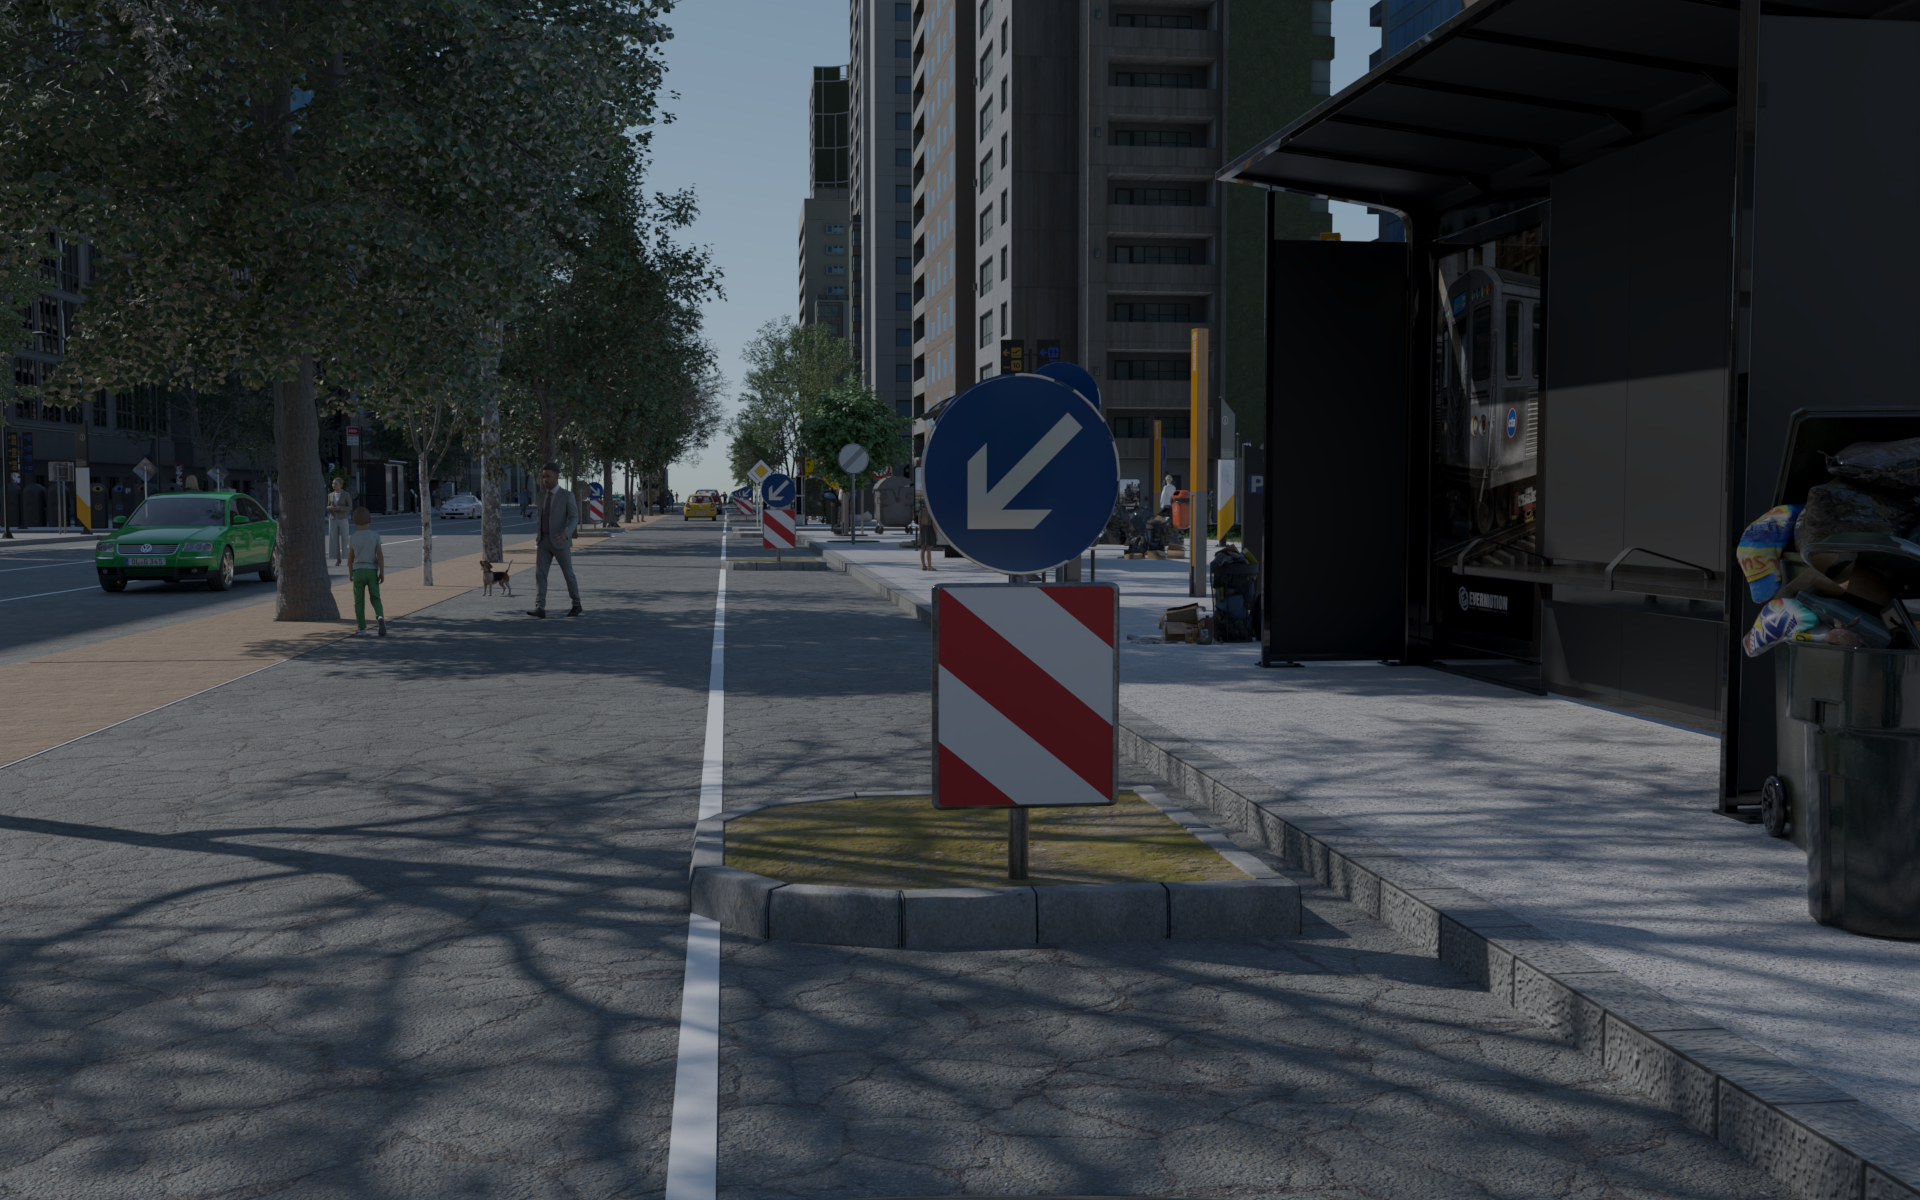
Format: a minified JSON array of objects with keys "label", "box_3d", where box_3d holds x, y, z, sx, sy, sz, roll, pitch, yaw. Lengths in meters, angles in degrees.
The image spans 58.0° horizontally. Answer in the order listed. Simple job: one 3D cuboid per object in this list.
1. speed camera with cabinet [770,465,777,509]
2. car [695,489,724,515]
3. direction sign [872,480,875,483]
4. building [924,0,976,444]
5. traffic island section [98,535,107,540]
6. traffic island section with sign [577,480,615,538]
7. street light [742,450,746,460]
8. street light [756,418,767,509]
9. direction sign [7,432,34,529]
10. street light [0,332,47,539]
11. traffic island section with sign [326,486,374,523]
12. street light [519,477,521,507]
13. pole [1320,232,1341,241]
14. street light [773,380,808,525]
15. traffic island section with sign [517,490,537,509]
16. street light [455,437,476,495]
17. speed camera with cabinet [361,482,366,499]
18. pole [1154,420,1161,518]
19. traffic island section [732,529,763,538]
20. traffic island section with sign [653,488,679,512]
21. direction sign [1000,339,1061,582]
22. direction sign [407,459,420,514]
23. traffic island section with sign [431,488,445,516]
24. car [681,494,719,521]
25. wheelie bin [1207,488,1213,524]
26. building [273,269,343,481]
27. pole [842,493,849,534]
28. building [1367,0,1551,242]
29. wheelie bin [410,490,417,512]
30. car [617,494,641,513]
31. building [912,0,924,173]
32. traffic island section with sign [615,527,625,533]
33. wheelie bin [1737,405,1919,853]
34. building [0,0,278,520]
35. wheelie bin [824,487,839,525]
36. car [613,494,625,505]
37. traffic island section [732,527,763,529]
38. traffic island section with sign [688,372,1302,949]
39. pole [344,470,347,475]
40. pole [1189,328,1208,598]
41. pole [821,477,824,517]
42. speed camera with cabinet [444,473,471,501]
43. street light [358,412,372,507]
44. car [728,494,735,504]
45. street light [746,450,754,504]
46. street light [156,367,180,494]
[{"label":"speed camera with cabinet","box_3d":[-12.554,-7.499,116.940,0.660,3.252,2.038,0,4,-1]},{"label":"car","box_3d":[-17.748,-6.909,121.636,2.281,1.827,5.304,0,4,-7]},{"label":"direction sign","box_3d":[-6.506,-8.105,124.509,0.876,3.537,0.379,1,4,21]},{"label":"building","box_3d":[5.649,-27.359,97.429,14.600,45.320,14.200,0,4,-8]},{"label":"traffic island section","box_3d":[-26.081,-2.032,55.501,2.009,0.180,2.903,0,4,-8]},{"label":"traffic island section with sign","box_3d":[-12.649,-3.022,57.538,2.006,1.907,1.989,0,4,-8]},{"label":"street light","box_3d":[-21.907,-12.819,182.129,1.470,5.913,1.316,0,4,-8]},{"label":"street light","box_3d":[-11.551,-8.110,105.137,1.470,5.913,1.316,0,4,-8]},{"label":"direction sign","box_3d":[-34.355,-4.366,63.382,0.876,3.537,0.379,0,4,-6]},{"label":"street light","box_3d":[-26.790,-4.712,49.581,1.470,5.913,1.316,0,4,-8]},{"label":"traffic island section with sign","box_3d":[-30.152,-4.714,85.701,1.989,1.847,2.006,0,4,-8]},{"label":"street light","box_3d":[-43.393,-12.262,173.026,1.470,5.913,1.316,0,4,-8]},{"label":"pole","box_3d":[2.903,-1.212,13.661,0.158,3.312,0.155,0,3,0]},{"label":"street light","box_3d":[-6.931,-6.020,70.968,1.470,5.913,1.316,0,4,-8]},{"label":"traffic island section with sign","box_3d":[-40.503,-9.416,162.584,1.989,1.847,2.006,0,4,-8]},{"label":"street light","box_3d":[-37.783,-9.726,131.557,1.470,5.913,1.316,0,4,-8]},{"label":"speed camera with cabinet","box_3d":[-44.821,-8.302,130.066,0.660,3.252,2.038,-2,4,-24]},{"label":"pole","box_3d":[5.477,-3.317,48.072,0.158,3.312,0.155,0,3,0]},{"label":"traffic island section","box_3d":[-6.614,-2.191,58.106,2.009,0.180,2.903,0,4,-8]},{"label":"traffic island section with sign","box_3d":[-23.660,-8.025,139.349,2.006,1.907,1.989,0,4,-8]},{"label":"direction sign","box_3d":[1.031,-2.045,25.438,0.876,3.537,0.379,0,4,4]},{"label":"direction sign","box_3d":[-35.698,-7.419,113.289,0.876,3.537,0.379,0,4,-7]},{"label":"traffic island section with sign","box_3d":[-33.749,-6.348,112.416,1.989,1.847,2.006,0,4,-8]},{"label":"car","box_3d":[-13.895,-5.038,92.594,2.015,1.641,3.980,-1,4,-9]},{"label":"wheelie bin","box_3d":[7.632,-2.858,54.629,0.693,1.594,0.980,0,4,4]},{"label":"building","box_3d":[-53.341,-18.149,126.418,12.332,23.373,15.834,0,4,-8]},{"label":"pole","box_3d":[-3.630,-3.722,54.700,0.158,3.312,0.155,0,3,0]},{"label":"building","box_3d":[29.980,-26.758,87.599,14.200,45.320,14.600,0,4,-8]},{"label":"wheelie bin","box_3d":[-39.949,-7.232,126.147,0.693,1.594,0.980,0,4,-2]},{"label":"car","box_3d":[-24.765,-7.228,130.182,2.014,1.417,4.499,0,4,-7]},{"label":"building","box_3d":[8.130,-30.908,129.055,21.300,48.544,21.600,0,4,-8]},{"label":"traffic island section with sign","box_3d":[-13.628,-3.471,64.881,2.006,1.907,1.989,0,4,-8]},{"label":"wheelie bin","box_3d":[3.335,0.105,6.199,0.980,1.594,0.693,1,4,11]},{"label":"building","box_3d":[-51.243,-19.096,105.733,14.314,27.812,24.014,0,4,-8]},{"label":"wheelie bin","box_3d":[-5.395,-3.973,72.870,0.693,1.594,0.980,0,4,-7]},{"label":"car","box_3d":[-38.295,-11.341,194.220,1.959,1.807,4.718,0,4,-7]},{"label":"traffic island section","box_3d":[-7.679,-2.675,66.020,2.009,0.180,2.903,0,4,-8]},{"label":"traffic island section with sign","box_3d":[-0.002,0.134,6.439,1.989,1.847,2.006,0,4,-8]},{"label":"pole","box_3d":[-46.235,-8.345,130.280,0.158,3.312,0.155,0,3,0]},{"label":"pole","box_3d":[2.960,-1.689,21.464,0.158,3.312,0.155,0,3,0]},{"label":"pole","box_3d":[-7.186,-5.915,90.549,0.158,3.312,0.155,0,3,0]},{"label":"speed camera with cabinet","box_3d":[-39.972,-8.774,137.786,2.038,3.252,0.660,-1,4,-9]},{"label":"street light","box_3d":[-33.194,-7.636,97.383,1.470,5.913,1.316,0,4,-8]},{"label":"car","box_3d":[-31.555,-14.277,242.231,1.959,1.807,4.718,0,4,-8]},{"label":"street light","box_3d":[-17.271,-10.729,147.962,1.470,5.913,1.316,0,4,-8]},{"label":"street light","box_3d":[-28.625,-5.537,63.072,1.470,5.913,1.316,0,4,-8]}]
